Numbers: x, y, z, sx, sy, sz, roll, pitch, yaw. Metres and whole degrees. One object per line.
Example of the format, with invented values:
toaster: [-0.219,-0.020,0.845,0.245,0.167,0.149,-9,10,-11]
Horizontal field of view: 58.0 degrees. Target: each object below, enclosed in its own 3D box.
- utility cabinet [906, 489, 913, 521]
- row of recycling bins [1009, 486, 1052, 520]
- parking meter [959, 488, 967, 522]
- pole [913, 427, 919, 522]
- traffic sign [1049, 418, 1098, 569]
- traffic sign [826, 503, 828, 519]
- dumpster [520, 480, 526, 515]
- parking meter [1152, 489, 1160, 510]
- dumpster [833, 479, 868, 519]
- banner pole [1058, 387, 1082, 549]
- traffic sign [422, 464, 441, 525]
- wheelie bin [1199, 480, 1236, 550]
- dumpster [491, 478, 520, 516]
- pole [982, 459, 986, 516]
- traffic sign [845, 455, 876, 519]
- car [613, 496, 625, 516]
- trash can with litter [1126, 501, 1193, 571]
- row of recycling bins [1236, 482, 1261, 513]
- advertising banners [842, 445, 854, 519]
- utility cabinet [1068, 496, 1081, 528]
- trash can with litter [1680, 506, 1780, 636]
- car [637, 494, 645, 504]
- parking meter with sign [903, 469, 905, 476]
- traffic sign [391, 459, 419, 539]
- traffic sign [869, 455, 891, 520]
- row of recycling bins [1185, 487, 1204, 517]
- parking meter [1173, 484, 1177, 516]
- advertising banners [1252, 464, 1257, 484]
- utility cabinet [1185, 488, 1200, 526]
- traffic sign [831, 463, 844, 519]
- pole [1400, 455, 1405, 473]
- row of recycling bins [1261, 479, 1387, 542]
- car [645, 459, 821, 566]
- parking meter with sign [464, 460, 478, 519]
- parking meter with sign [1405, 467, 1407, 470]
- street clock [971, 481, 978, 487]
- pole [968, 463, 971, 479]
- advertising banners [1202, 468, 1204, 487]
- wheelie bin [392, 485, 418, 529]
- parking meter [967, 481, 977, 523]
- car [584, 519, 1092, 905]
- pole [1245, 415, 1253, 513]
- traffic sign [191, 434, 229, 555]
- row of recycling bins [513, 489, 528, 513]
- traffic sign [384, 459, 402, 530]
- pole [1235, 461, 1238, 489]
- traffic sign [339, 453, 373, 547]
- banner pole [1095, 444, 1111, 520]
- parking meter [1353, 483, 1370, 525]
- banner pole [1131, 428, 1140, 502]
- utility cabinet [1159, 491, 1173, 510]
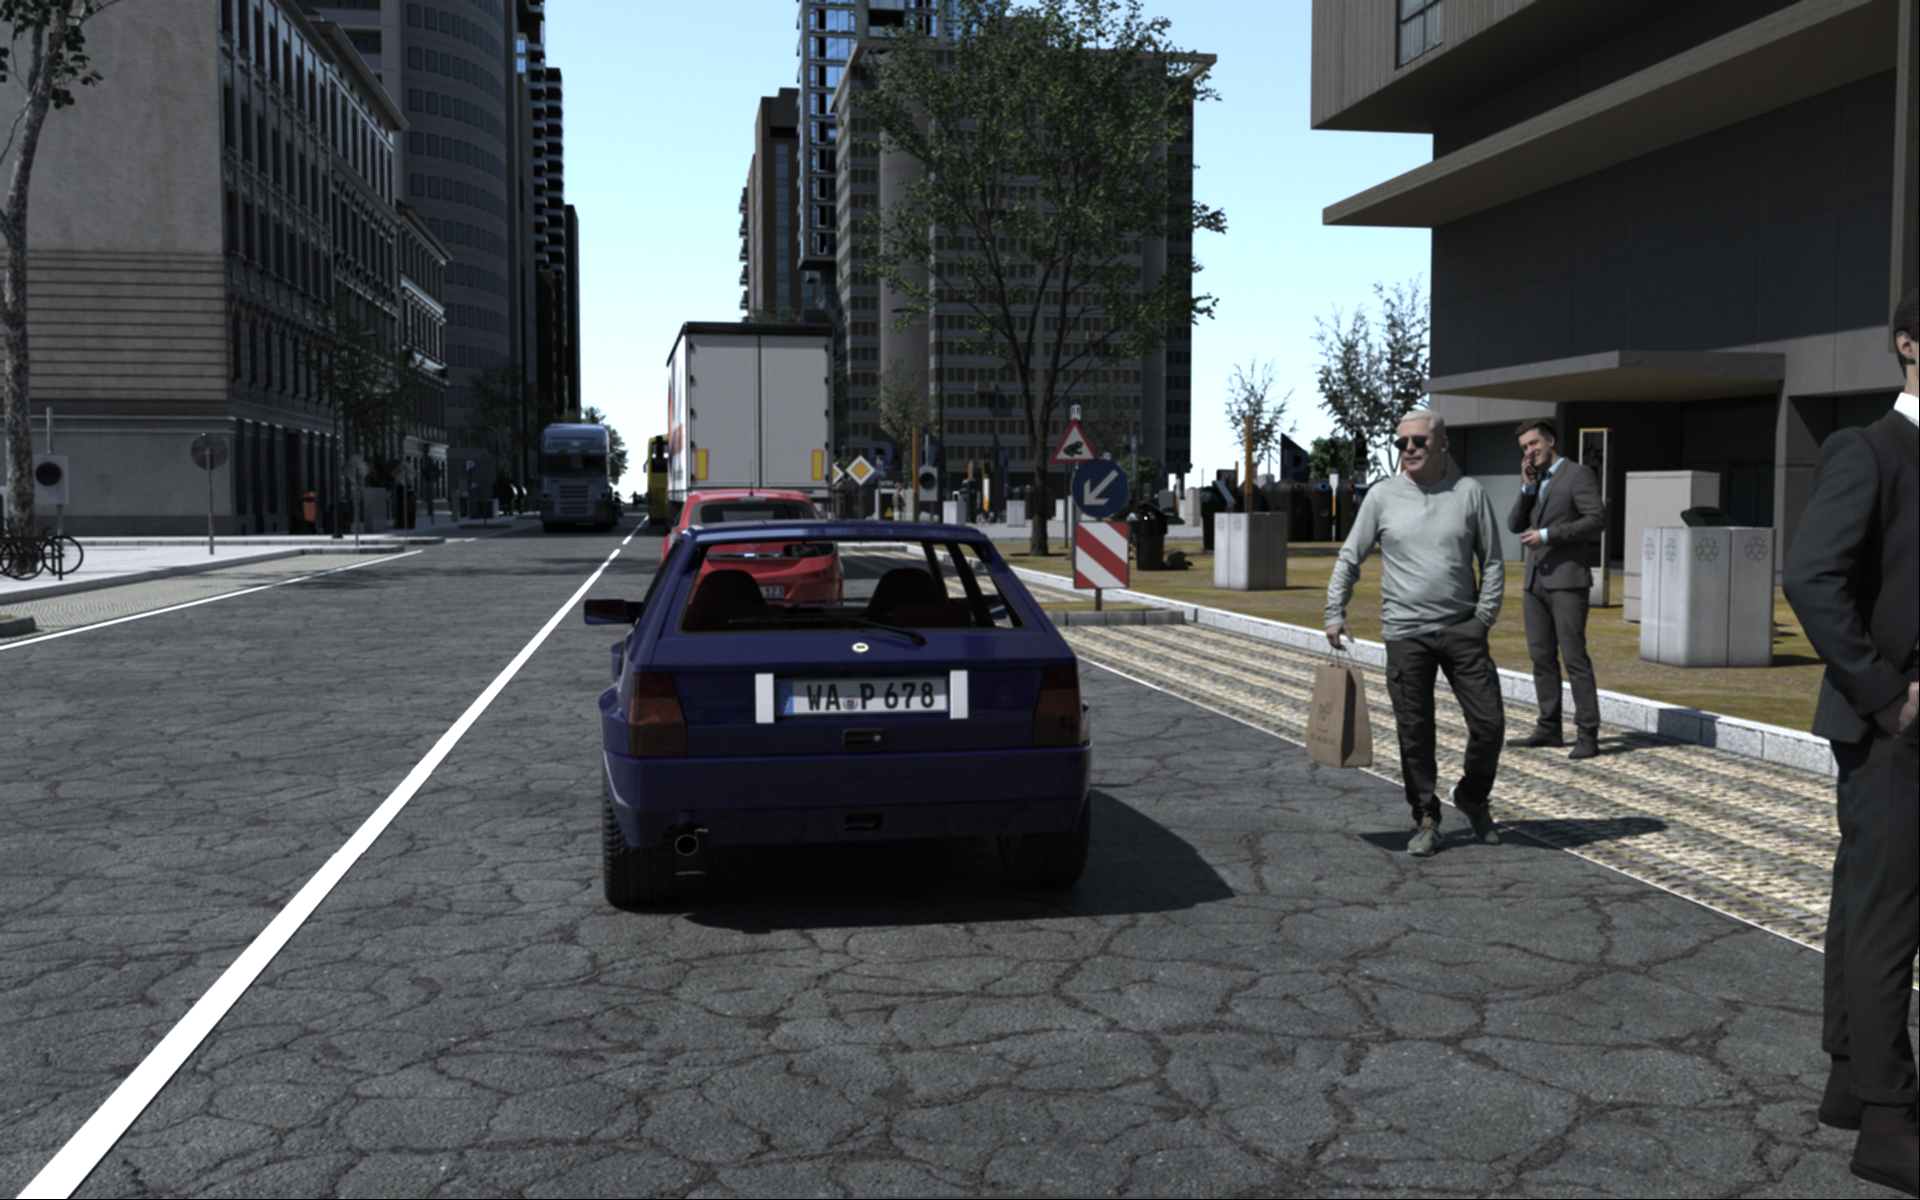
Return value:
utility cabinet: [-2.170,-4.458,81.560,0.318,1.500,1.173,-3,5,-42]
row of recycling bins: [3.297,-4.874,86.807,1.069,1.692,3.534,-3,5,-40]
parking meter: [0.135,-4.270,78.231,0.372,1.533,0.369,0,3,0]
pole: [-1.346,-3.618,53.005,0.158,3.312,0.155,0,3,0]
traffic sign: [1.943,-1.808,29.558,0.884,2.594,0.081,0,4,-7]
traffic sign: [-5.658,-4.498,73.646,0.768,2.556,0.104,-1,4,-9]
dumpster: [-28.061,-6.497,108.725,1.502,2.255,1.985,-1,4,-10]
parking meter: [9.244,-4.486,81.762,0.372,1.533,0.369,0,3,0]
dumpster: [-4.141,-3.699,66.235,1.264,1.857,1.865,-1,4,-10]
banner pole: [2.617,-3.086,40.467,0.401,3.779,0.863,-2,4,-30]
traffic sign: [-22.114,-4.430,72.537,0.768,2.556,0.104,0,4,-5]
wheelie bin: [5.890,-1.948,39.760,0.693,1.594,0.980,2,4,27]
dumpster: [-26.851,-6.070,101.732,1.502,2.255,1.985,-1,4,-10]
pole: [1.398,-6.536,100.703,0.158,3.312,0.155,0,3,0]
traffic sign: [-2.533,-2.473,44.080,0.795,2.450,0.064,-1,4,-10]
car: [-22.700,-6.092,112.184,1.945,1.354,3.894,-1,4,-9]
trash can with litter: [3.369,-1.088,29.181,1.055,1.170,0.624,-2,4,-29]
row of recycling bins: [10.063,-3.117,58.078,3.534,1.692,1.069,-2,4,-23]
advertising banners: [-4.118,-4.109,63.377,0.090,3.025,2.074,0,4,7]
utility cabinet: [4.258,-3.286,64.892,0.306,1.237,1.020,-1,4,-15]
trash can with litter: [6.835,-0.239,15.295,0.624,1.170,1.055,-1,4,-12]
car: [-44.029,-14.130,240.811,2.009,1.686,4.222,-1,4,-9]
parking meter with sign: [-4.258,-7.573,120.076,0.543,3.016,1.738,1,4,12]
traffic sign: [-15.988,-2.831,49.937,0.795,2.450,0.064,-1,4,-10]
traffic sign: [-2.617,-3.442,56.375,0.768,2.556,0.104,0,4,-7]
row of recycling bins: [14.019,-5.637,99.278,1.069,1.692,3.534,-1,4,-21]
parking meter: [12.602,-5.825,100.950,0.255,1.863,0.399,1,4,21]
advertising banners: [17.214,-6.225,97.961,0.090,3.025,2.074,-3,5,-41]
utility cabinet: [9.301,-3.697,69.121,0.318,1.500,1.173,0,4,-7]
traffic sign: [-3.861,-2.955,51.954,0.795,2.450,0.064,-1,4,-10]
pole: [15.977,-4.200,62.514,0.158,3.312,0.155,0,3,0]
row of recycling bins: [10.056,-2.418,46.648,3.534,1.692,1.069,-1,4,-10]
car: [-2.279,-0.580,18.521,2.155,1.783,4.494,-1,4,-9]
parking meter with sign: [-24.907,-5.642,88.506,0.543,3.016,1.738,-2,4,-23]
parking meter with sign: [27.399,-6.683,105.525,0.543,3.016,1.738,0,4,-7]
street clock: [0.694,-5.380,92.541,0.471,2.002,0.358,-3,4,-36]
pole: [0.654,-7.367,114.291,0.158,3.312,0.155,0,3,0]
advertising banners: [15.999,-7.293,115.432,0.090,3.025,2.074,1,4,22]
wheelie bin: [-20.332,-3.402,63.539,0.693,1.594,0.980,3,4,36]
parking meter: [0.543,-4.381,77.341,0.399,1.863,0.255,-2,4,-31]
car: [-0.648,0.311,7.498,1.945,1.354,3.894,-1,4,-10]
pole: [7.483,-3.122,44.880,0.158,3.312,0.155,0,3,0]
traffic sign: [-15.807,-2.227,36.510,0.768,2.556,0.104,0,4,-5]
row of recycling bins: [-30.552,-6.923,120.306,1.069,1.692,3.534,-1,4,-20]
traffic sign: [-20.358,-3.812,62.431,0.768,2.556,0.104,0,3,0]
pole: [17.045,-6.911,106.830,0.158,3.312,0.155,0,3,0]
traffic sign: [-14.660,-2.350,42.063,0.795,2.450,0.064,-1,4,-10]
banner pole: [7.191,-5.913,86.701,0.863,3.779,0.401,1,4,20]
parking meter: [9.460,-1.982,40.811,0.372,1.533,0.369,0,3,0]
banner pole: [6.598,-4.594,65.124,0.401,3.779,0.863,2,4,31]
utility cabinet: [13.660,-6.520,115.273,1.173,1.500,0.318,-2,4,-24]
